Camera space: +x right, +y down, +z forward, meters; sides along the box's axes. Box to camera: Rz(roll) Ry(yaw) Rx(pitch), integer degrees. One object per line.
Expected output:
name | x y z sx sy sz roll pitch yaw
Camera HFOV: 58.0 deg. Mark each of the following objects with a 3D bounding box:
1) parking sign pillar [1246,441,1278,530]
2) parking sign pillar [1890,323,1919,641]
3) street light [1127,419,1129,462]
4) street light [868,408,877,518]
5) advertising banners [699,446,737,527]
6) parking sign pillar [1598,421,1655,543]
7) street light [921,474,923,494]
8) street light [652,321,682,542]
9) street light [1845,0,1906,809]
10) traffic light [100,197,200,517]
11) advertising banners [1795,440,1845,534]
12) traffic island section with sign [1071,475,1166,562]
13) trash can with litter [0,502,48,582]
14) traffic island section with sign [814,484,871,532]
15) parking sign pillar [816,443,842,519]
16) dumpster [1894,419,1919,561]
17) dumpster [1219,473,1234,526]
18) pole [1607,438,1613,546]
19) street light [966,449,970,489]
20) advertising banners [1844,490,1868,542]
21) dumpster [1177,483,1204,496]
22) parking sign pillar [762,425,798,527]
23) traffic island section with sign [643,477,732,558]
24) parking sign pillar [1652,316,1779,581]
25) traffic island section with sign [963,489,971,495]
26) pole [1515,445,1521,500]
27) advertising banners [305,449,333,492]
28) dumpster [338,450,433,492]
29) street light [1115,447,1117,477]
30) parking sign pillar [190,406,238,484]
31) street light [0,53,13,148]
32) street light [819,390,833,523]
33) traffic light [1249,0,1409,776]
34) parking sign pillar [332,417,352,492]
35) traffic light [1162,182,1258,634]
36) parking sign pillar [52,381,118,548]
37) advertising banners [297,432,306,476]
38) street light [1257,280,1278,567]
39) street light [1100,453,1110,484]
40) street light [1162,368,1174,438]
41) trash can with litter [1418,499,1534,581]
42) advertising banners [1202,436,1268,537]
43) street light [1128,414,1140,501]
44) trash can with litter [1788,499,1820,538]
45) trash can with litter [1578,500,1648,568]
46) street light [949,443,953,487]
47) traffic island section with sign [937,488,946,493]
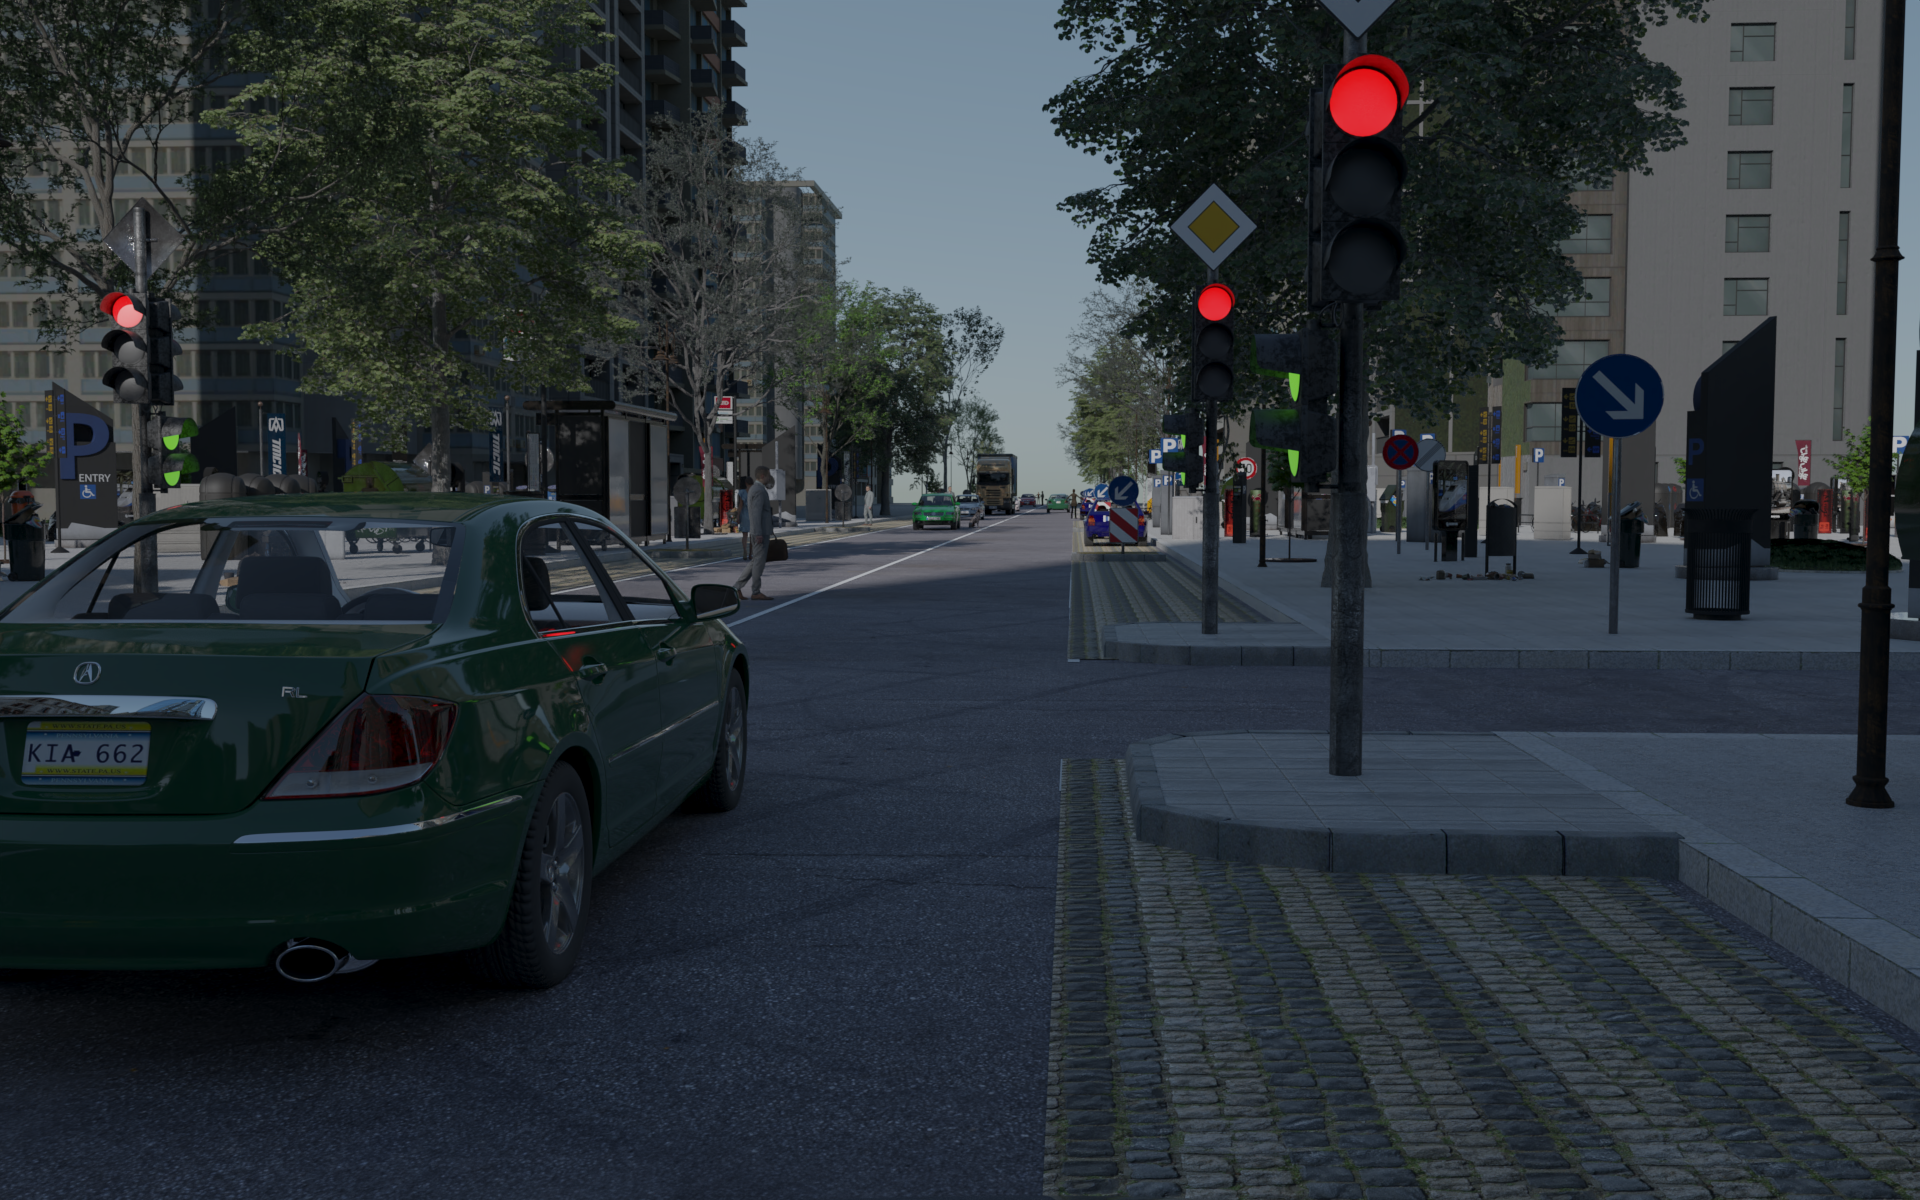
parking sign pillar | 10.866 -4.482 61.746 1.447 3.967 1.447 2 4 23
parking sign pillar | 8.959 -1.644 15.352 1.447 3.967 1.447 -3 4 -38
street light | 10.386 -8.196 106.793 0.468 5.910 1.993 0 4 4
street light | -4.763 -7.365 93.208 0.468 5.910 1.993 0 4 4
advertising banners | -8.456 -4.078 62.865 2.074 3.025 0.090 0 4 7
parking sign pillar | 17.798 -3.523 46.075 1.447 3.967 1.447 2 4 25
street light | -2.703 -9.215 123.456 0.468 5.910 1.993 0 4 4
street light | -7.819 -4.501 46.385 0.468 5.910 1.993 0 4 4
street light | 3.754 -2.090 6.966 0.468 5.910 1.993 0 4 4
traffic light | -7.715 -1.683 16.434 0.839 4.253 0.868 0 4 4
advertising banners | 27.951 -3.652 55.893 2.074 3.025 0.090 0 4 1
traffic island section with sign | 3.407 -1.764 37.464 1.989 1.847 2.006 0 4 4
trash can with litter | -13.999 -0.861 25.460 1.055 1.170 0.624 -1 4 -13
traffic island section with sign | -4.467 -3.529 66.324 1.989 1.847 2.006 0 4 4
parking sign pillar | -6.870 -6.264 90.892 1.447 3.967 1.447 1 4 9
dumpster | 4.933 -0.269 6.891 1.502 2.255 1.985 0 4 4
dumpster | 10.602 -3.875 65.852 1.502 2.255 1.985 0 4 4
pole | 16.037 -2.983 42.613 0.158 3.312 0.155 0 3 0
street light | 0.771 -12.439 176.169 0.468 5.910 1.993 0 4 4
advertising banners | 24.698 -3.112 47.070 2.074 3.025 0.090 -3 4 -36
dumpster | 9.365 -3.990 71.000 1.264 1.857 1.865 0 4 4
parking sign pillar | -7.093 -4.858 67.904 1.447 3.967 1.447 0 4 0
traffic island section with sign | -6.257 -1.878 39.339 1.989 1.847 2.006 0 4 4
parking sign pillar | 11.659 -2.310 26.235 1.447 3.967 1.447 -1 4 -20
traffic island section with sign | 0.597 -8.204 142.761 1.989 1.847 2.006 0 4 4
pole | 23.125 -4.770 71.839 0.158 3.312 0.155 0 3 0
advertising banners | -25.004 -4.362 67.508 2.074 3.025 0.090 1 4 22
dumpster | -12.489 -2.158 37.783 1.502 2.255 1.985 0 4 4
street light | 12.413 -10.046 137.037 0.468 5.910 1.993 0 4 4
parking sign pillar | -22.760 -3.939 52.876 1.447 3.967 1.447 -1 4 -20
street light | -9.836 -2.693 16.819 0.468 5.910 1.993 0 4 4
street light | -5.851 -6.316 76.046 0.468 5.910 1.993 0 4 4
traffic light | 1.748 -1.156 7.824 0.839 4.253 0.868 0 4 4
parking sign pillar | -21.760 -4.463 61.435 1.447 3.967 1.447 0 4 4
traffic light | 2.275 -1.643 15.792 0.839 4.253 0.868 0 4 4
parking sign pillar | -21.114 -3.263 41.819 1.447 3.967 1.447 -2 4 -34
advertising banners | -19.135 -3.293 50.021 0.090 3.025 2.074 -2 4 -25
street light | 5.323 -3.518 30.307 0.468 5.910 1.993 0 4 4
street light | 15.926 -13.287 190.036 0.468 5.910 1.993 0 4 4
street light | 7.215 -5.327 59.882 0.468 5.910 1.993 0 4 4
trash can with litter | 7.804 -0.928 26.236 2.233 1.210 1.678 -1 4 -19
advertising banners | 8.166 -3.394 51.687 2.074 3.025 0.090 1 4 22
street light | 9.192 -7.187 90.295 0.468 5.910 1.993 0 4 4
trash can with litter | 18.509 -1.629 38.016 0.624 1.170 1.055 2 4 24
trash can with litter | 11.354 -1.145 30.113 1.055 1.170 0.624 0 4 5
street light | -0.781 -11.024 153.029 0.468 5.910 1.993 0 4 4
traffic island section with sign | -1.200 -6.556 115.819 1.989 1.847 2.006 0 4 4
